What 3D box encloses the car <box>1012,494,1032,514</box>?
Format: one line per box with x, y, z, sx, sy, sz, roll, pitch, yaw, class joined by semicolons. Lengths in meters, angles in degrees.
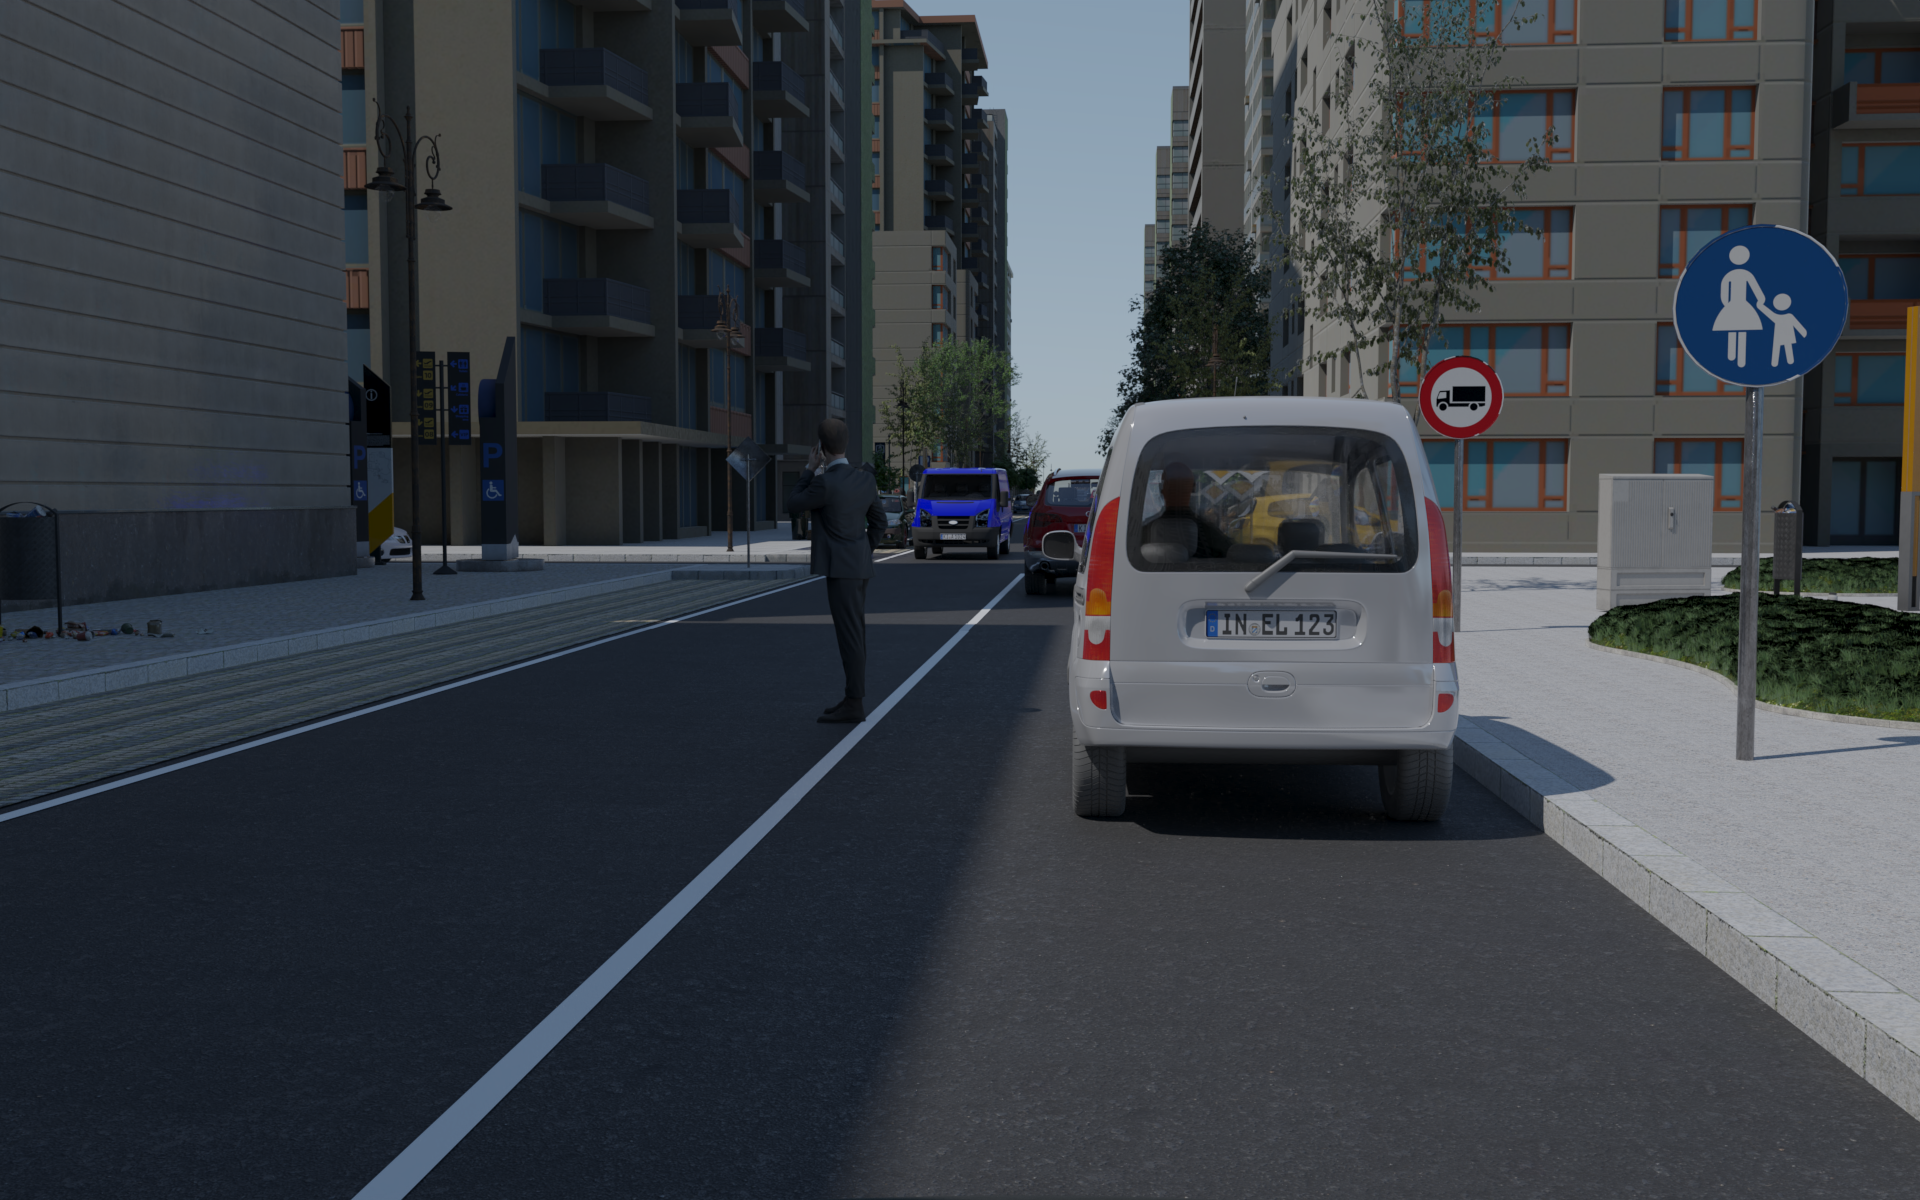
4.841;-7.132;128.612;2.014;1.417;4.499;0;4;3;car

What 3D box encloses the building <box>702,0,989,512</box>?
-8.921;-30.789;158.030;22.147;44.769;28.867;0;4;5;building

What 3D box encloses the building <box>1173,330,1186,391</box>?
32.702;-18.973;155.255;27.650;21.520;28.899;0;4;5;building

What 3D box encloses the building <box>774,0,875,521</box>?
-12.046;-24.537;84.769;14.154;41.232;14.086;0;4;5;building

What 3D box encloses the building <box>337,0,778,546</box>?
-17.015;-24.492;55.072;22.147;44.769;28.867;0;4;5;building

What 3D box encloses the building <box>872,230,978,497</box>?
-13.509;-17.386;129.294;27.650;21.520;28.899;0;4;5;building

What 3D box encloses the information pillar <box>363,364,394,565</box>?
-10.481;-2.437;31.199;0.504;3.616;0.183;0;4;-3;information pillar

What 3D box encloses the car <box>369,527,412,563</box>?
-13.362;-1.355;34.513;4.827;1.381;2.083;0;4;5;car

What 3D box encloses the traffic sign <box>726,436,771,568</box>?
-3.676;-1.617;30.087;0.795;2.450;0.064;0;4;5;traffic sign

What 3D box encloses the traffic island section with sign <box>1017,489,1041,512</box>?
5.330;-7.861;137.156;1.989;1.847;2.006;0;4;5;traffic island section with sign

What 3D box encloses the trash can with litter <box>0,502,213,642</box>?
-7.914;-0.268;15.437;2.233;1.210;1.678;-1;4;-12;trash can with litter

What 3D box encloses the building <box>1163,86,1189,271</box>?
28.330;-30.150;176.548;14.154;41.232;14.086;0;4;5;building

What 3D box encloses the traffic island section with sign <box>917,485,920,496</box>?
-1.161;-3.157;60.248;1.989;1.847;2.006;0;4;5;traffic island section with sign

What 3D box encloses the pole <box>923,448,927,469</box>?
-1.537;-5.035;76.170;0.158;3.312;0.155;0;3;0;pole

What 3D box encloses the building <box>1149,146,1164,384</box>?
30.093;-31.930;205.647;14.154;41.232;14.086;0;4;5;building

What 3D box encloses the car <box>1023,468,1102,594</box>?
2.091;-1.069;26.157;2.281;1.827;5.304;0;4;6;car

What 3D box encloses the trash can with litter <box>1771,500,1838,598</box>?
9.263;-0.518;19.522;1.678;1.210;2.233;0;4;2;trash can with litter

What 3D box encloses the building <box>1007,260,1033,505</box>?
-4.915;-34.825;261.272;32.217;40.220;23.993;0;4;5;building

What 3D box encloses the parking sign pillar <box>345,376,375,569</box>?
-10.973;-2.546;30.107;1.447;3.967;1.447;1;4;19;parking sign pillar

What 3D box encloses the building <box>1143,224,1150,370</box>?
34.845;-35.438;263.000;14.154;41.232;14.086;0;4;5;building

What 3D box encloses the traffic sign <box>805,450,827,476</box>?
-3.005;-2.104;38.044;0.795;2.450;0.064;0;4;5;traffic sign

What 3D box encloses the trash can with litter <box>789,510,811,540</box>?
-4.244;-2.254;48.236;1.055;1.170;0.624;2;4;34;trash can with litter

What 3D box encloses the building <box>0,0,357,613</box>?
-22.107;-13.748;22.043;25.104;27.353;12.463;0;4;5;building

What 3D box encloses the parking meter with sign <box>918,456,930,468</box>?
-1.524;-4.974;77.592;0.543;3.016;1.738;0;4;-6;parking meter with sign

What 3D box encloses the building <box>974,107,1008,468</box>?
-2.459;-30.313;179.212;14.154;41.232;14.086;0;4;5;building

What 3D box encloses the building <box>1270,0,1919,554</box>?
24.839;-12.532;49.946;28.899;21.520;27.650;0;4;5;building

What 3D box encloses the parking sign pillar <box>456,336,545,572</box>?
-7.737;-2.482;29.056;1.447;3.967;1.447;0;4;-6;parking sign pillar

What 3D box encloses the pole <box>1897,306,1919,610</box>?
10.427;-1.535;18.941;0.158;3.312;0.155;0;3;0;pole

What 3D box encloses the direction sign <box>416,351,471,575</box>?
-8.236;-2.177;27.597;0.876;3.537;0.379;-1;4;-11;direction sign

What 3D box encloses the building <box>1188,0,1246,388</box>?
28.169;-30.889;128.743;21.300;48.544;21.600;0;4;5;building

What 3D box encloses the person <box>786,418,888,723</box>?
-0.784;-0.187;10.922;0.474;1.900;0.648;2;4;24;person

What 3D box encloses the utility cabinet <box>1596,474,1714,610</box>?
7.568;-0.622;18.850;1.173;1.500;0.318;-1;4;-8;utility cabinet

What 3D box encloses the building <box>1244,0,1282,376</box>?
28.460;-24.643;94.787;32.217;40.220;23.993;0;4;5;building

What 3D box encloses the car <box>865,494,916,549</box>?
-2.136;-2.237;46.361;2.009;1.686;4.222;0;4;6;car
